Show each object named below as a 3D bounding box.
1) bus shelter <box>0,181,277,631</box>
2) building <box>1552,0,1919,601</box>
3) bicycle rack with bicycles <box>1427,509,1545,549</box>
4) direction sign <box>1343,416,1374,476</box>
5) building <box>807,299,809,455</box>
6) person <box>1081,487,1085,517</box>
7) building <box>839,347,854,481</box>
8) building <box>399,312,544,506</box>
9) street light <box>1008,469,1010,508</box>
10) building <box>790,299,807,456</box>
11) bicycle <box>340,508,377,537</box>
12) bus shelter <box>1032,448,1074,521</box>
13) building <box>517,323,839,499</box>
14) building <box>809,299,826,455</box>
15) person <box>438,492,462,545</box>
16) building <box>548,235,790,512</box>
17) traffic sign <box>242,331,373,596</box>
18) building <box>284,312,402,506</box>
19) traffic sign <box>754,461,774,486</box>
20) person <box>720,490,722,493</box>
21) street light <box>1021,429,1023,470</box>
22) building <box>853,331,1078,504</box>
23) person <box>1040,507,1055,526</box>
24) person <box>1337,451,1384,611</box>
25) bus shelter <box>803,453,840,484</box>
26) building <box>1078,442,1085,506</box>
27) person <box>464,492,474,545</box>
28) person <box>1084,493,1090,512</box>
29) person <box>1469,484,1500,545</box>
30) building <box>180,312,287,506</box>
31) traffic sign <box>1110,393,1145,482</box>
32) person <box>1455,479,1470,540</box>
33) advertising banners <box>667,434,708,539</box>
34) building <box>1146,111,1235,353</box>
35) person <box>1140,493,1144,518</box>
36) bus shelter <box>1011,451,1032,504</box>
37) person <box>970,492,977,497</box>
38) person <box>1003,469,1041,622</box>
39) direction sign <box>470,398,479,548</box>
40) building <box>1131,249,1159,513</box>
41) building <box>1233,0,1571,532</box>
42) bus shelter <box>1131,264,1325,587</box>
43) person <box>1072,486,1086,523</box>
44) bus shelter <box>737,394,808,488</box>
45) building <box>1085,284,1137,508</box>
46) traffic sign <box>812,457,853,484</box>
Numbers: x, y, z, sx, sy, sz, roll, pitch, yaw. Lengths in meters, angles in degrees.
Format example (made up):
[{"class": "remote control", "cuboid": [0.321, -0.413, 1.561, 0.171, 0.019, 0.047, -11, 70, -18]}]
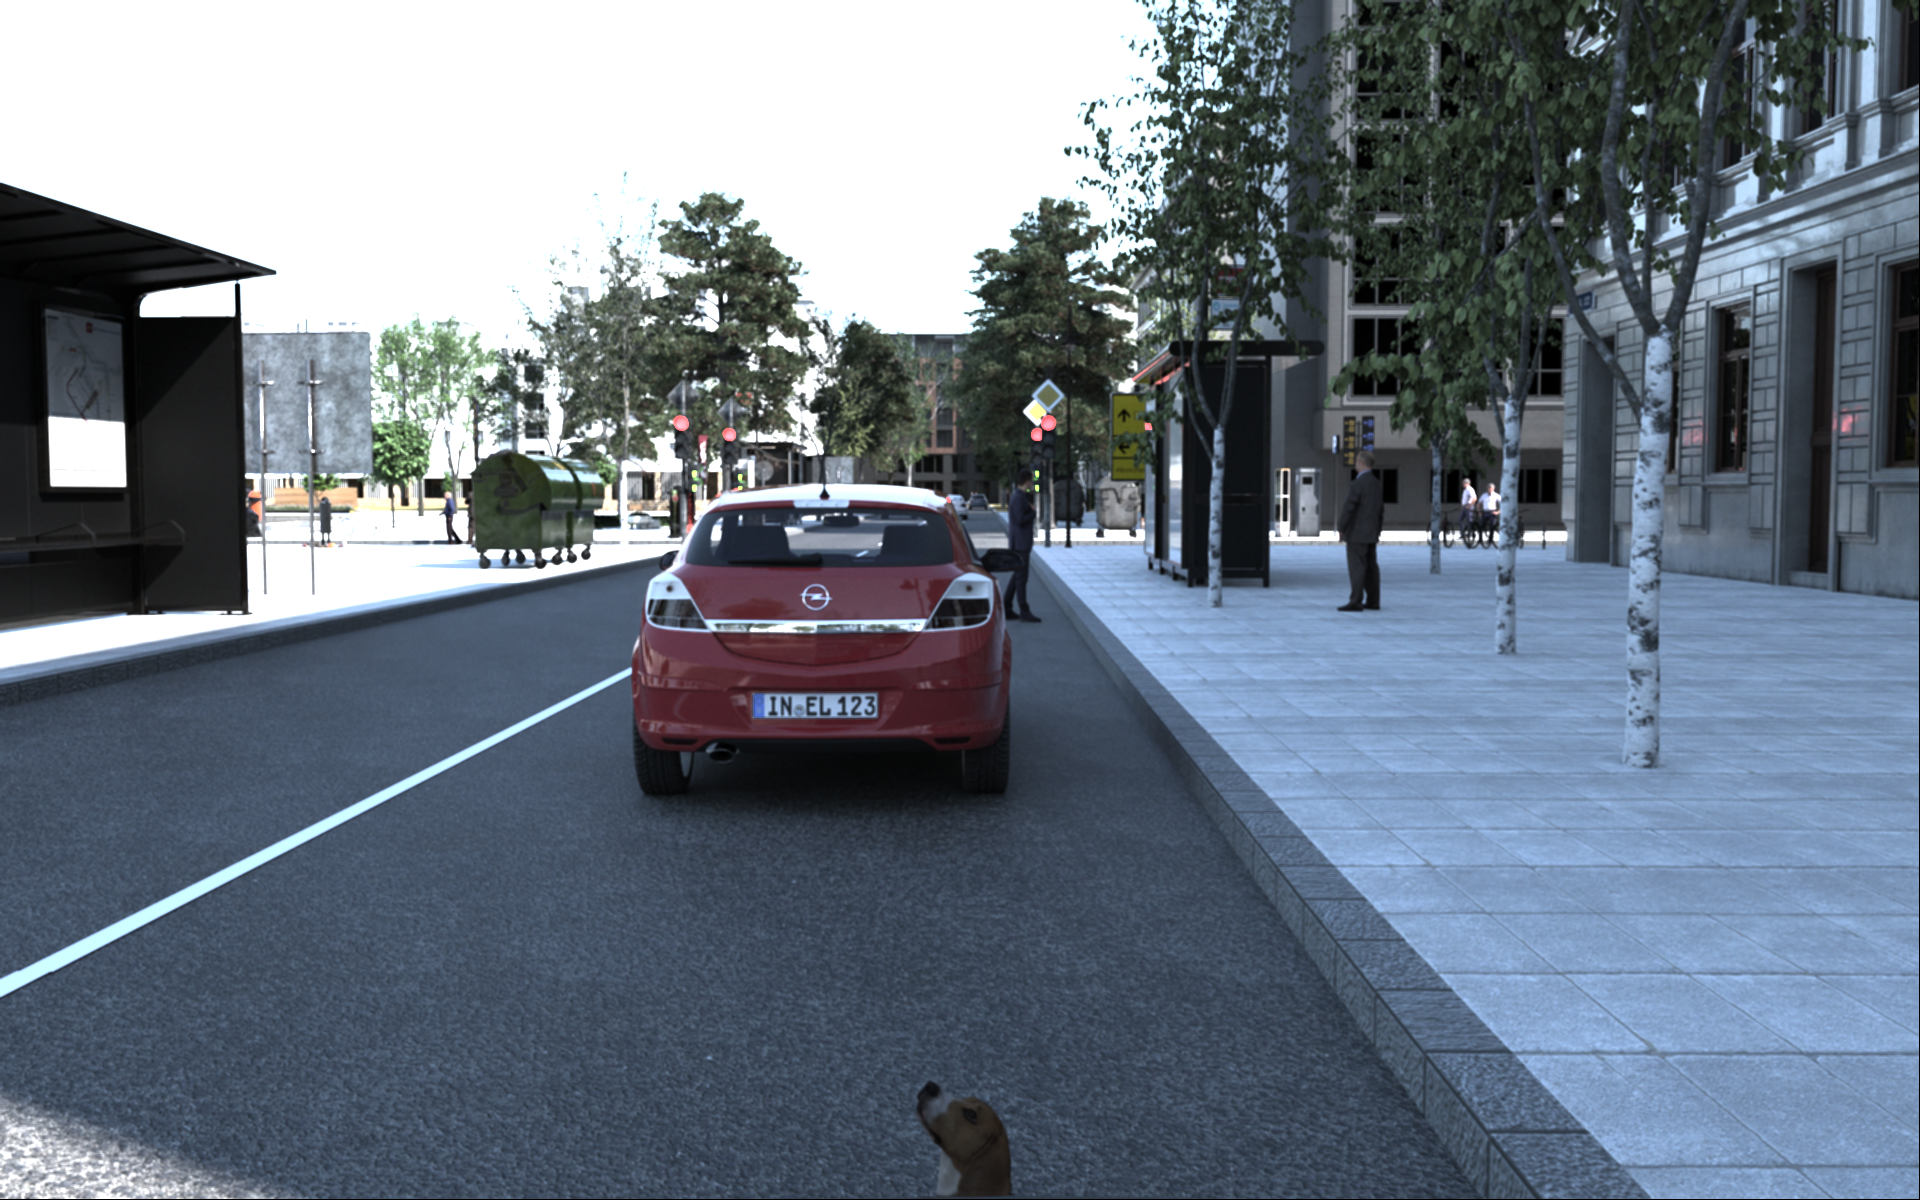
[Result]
[{"class": "bus shelter", "cuboid": [-8.050, -1.464, 15.217, 1.731, 3.624, 6.357, 0, 4, 1]}, {"class": "building", "cuboid": [16.473, -11.415, 22.800, 11.583, 22.565, 21.152, 0, 4, 1]}, {"class": "bicycle rack with bicycles", "cuboid": [12.570, -1.690, 41.022, 2.852, 0.926, 2.925, 0, 4, -1]}, {"class": "direction sign", "cuboid": [11.584, -3.572, 50.393, 0.876, 3.537, 0.379, 1, 4, 21]}, {"class": "building", "cuboid": [-22.243, -18.210, 154.153, 16.016, 20.091, 11.380, 0, 4, 1]}, {"class": "person", "cuboid": [6.744, -5.555, 97.564, 0.504, 1.737, 0.576, 1, 4, 17]}, {"class": "building", "cuboid": [-19.504, -22.539, 224.935, 11.380, 20.091, 16.016, 0, 4, 1]}, {"class": "building", "cuboid": [-51.476, -20.165, 186.113, 11.380, 20.091, 16.016, 0, 4, 1]}, {"class": "street light", "cuboid": [3.504, -9.243, 123.918, 0.468, 5.910, 1.993, 0, 4, 1]}, {"class": "building", "cuboid": [-21.459, -17.515, 142.784, 16.016, 20.091, 11.380, 0, 4, 1]}, {"class": "bicycle", "cuboid": [-18.083, -2.371, 51.990, 1.543, 0.972, 0.635, 2, 4, 26]}, {"class": "bus shelter", "cuboid": [4.613, -5.695, 84.401, 1.731, 3.624, 6.357, 0, 4, 1]}, {"class": "building", "cuboid": [-29.317, -19.482, 184.987, 31.486, 18.905, 16.747, 0, 4, 1]}, {"class": "building", "cuboid": [-20.778, -18.909, 165.587, 16.016, 20.091, 11.380, 0, 4, 1]}, {"class": "person", "cuboid": [-14.179, -2.248, 47.954, 0.600, 1.496, 0.574, 0, 4, 8]}, {"class": "building", "cuboid": [-21.763, -16.800, 131.100, 16.016, 20.091, 11.380, 0, 4, 1]}, {"class": "traffic sign", "cuboid": [-8.481, -1.708, 21.806, 2.265, 3.308, 0.079, 0, 4, 7]}, {"class": "building", "cuboid": [-63.388, -20.178, 186.338, 11.380, 20.091, 16.016, 0, 4, 1]}, {"class": "traffic sign", "cuboid": [-7.472, -4.024, 65.892, 0.768, 2.556, 0.104, 0, 4, 3]}, {"class": "person", "cuboid": [-10.619, -4.448, 79.222, 0.683, 1.767, 0.568, -2, 4, -32]}, {"class": "street light", "cuboid": [3.023, -6.845, 84.708, 0.468, 5.910, 1.993, 0, 4, 1]}, {"class": "building", "cuboid": [2.806, -23.637, 230.436, 32.646, 21.610, 27.936, 0, 4, 1]}, {"class": "person", "cuboid": [3.182, -3.333, 62.753, 0.471, 1.553, 0.569, 2, 4, 33]}, {"class": "person", "cuboid": [4.392, -0.764, 19.094, 0.434, 1.755, 0.990, 3, 5, 43]}, {"class": "bus shelter", "cuboid": [-8.167, -6.768, 101.945, 1.731, 3.624, 6.357, 0, 4, 1]}, {"class": "building", "cuboid": [17.347, -14.451, 178.416, 9.099, 9.664, 28.070, 0, 4, 1]}, {"class": "person", "cuboid": [-13.434, -2.372, 47.975, 0.600, 1.739, 0.565, 2, 4, 33]}, {"class": "person", "cuboid": [9.084, -7.098, 124.360, 0.482, 1.546, 0.388, 1, 4, 16]}, {"class": "person", "cuboid": [14.359, -2.300, 47.039, 0.436, 1.711, 0.756, -3, 5, -45]}, {"class": "building", "cuboid": [-74.832, -20.195, 186.603, 11.380, 20.091, 16.016, 0, 4, 1]}, {"class": "traffic sign", "cuboid": [4.155, -2.506, 34.843, 2.265, 3.308, 0.079, 0, 4, 1]}, {"class": "person", "cuboid": [14.268, -2.563, 48.882, 0.436, 1.711, 0.756, 0, 4, 2]}, {"class": "advertising banners", "cuboid": [-7.862, -3.303, 50.195, 0.090, 3.025, 2.074, 2, 4, 26]}, {"class": "building", "cuboid": [17.725, -15.376, 93.205, 13.314, 21.916, 24.055, 0, 4, 1]}, {"class": "person", "cuboid": [9.069, -4.684, 84.891, 0.482, 1.546, 0.388, 1, 4, 20]}, {"class": "bus shelter", "cuboid": [3.772, -6.454, 96.813, 1.731, 3.624, 6.357, 0, 4, 1]}, {"class": "person", "cuboid": [1.481, -11.107, 190.904, 0.742, 1.727, 0.445, 0, 4, -2]}, {"class": "person", "cuboid": [0.696, -0.619, 19.540, 0.530, 1.710, 0.541, 1, 4, 15]}, {"class": "direction sign", "cuboid": [-11.548, -3.021, 41.395, 0.379, 3.537, 0.876, -1, 4, -9]}, {"class": "building", "cuboid": [17.188, -15.336, 115.364, 10.561, 19.102, 19.286, 0, 4, 1]}, {"class": "building", "cuboid": [22.997, -16.522, 63.639, 24.014, 27.812, 14.314, 0, 4, 1]}, {"class": "bus shelter", "cuboid": [3.983, -3.075, 27.902, 2.179, 5.291, 8.768, 0, 4, 1]}, {"class": "person", "cuboid": [5.268, -4.320, 77.233, 0.434, 1.755, 0.990, -3, 5, -42]}, {"class": "bus shelter", "cuboid": [-7.691, -5.680, 70.497, 2.179, 5.291, 8.768, 0, 4, 1]}, {"class": "building", "cuboid": [20.047, -17.243, 148.377, 16.747, 18.905, 31.486, 0, 4, 1]}, {"class": "traffic sign", "cuboid": [-6.922, -6.138, 94.236, 2.265, 3.308, 0.079, 1, 4, 8]}]
